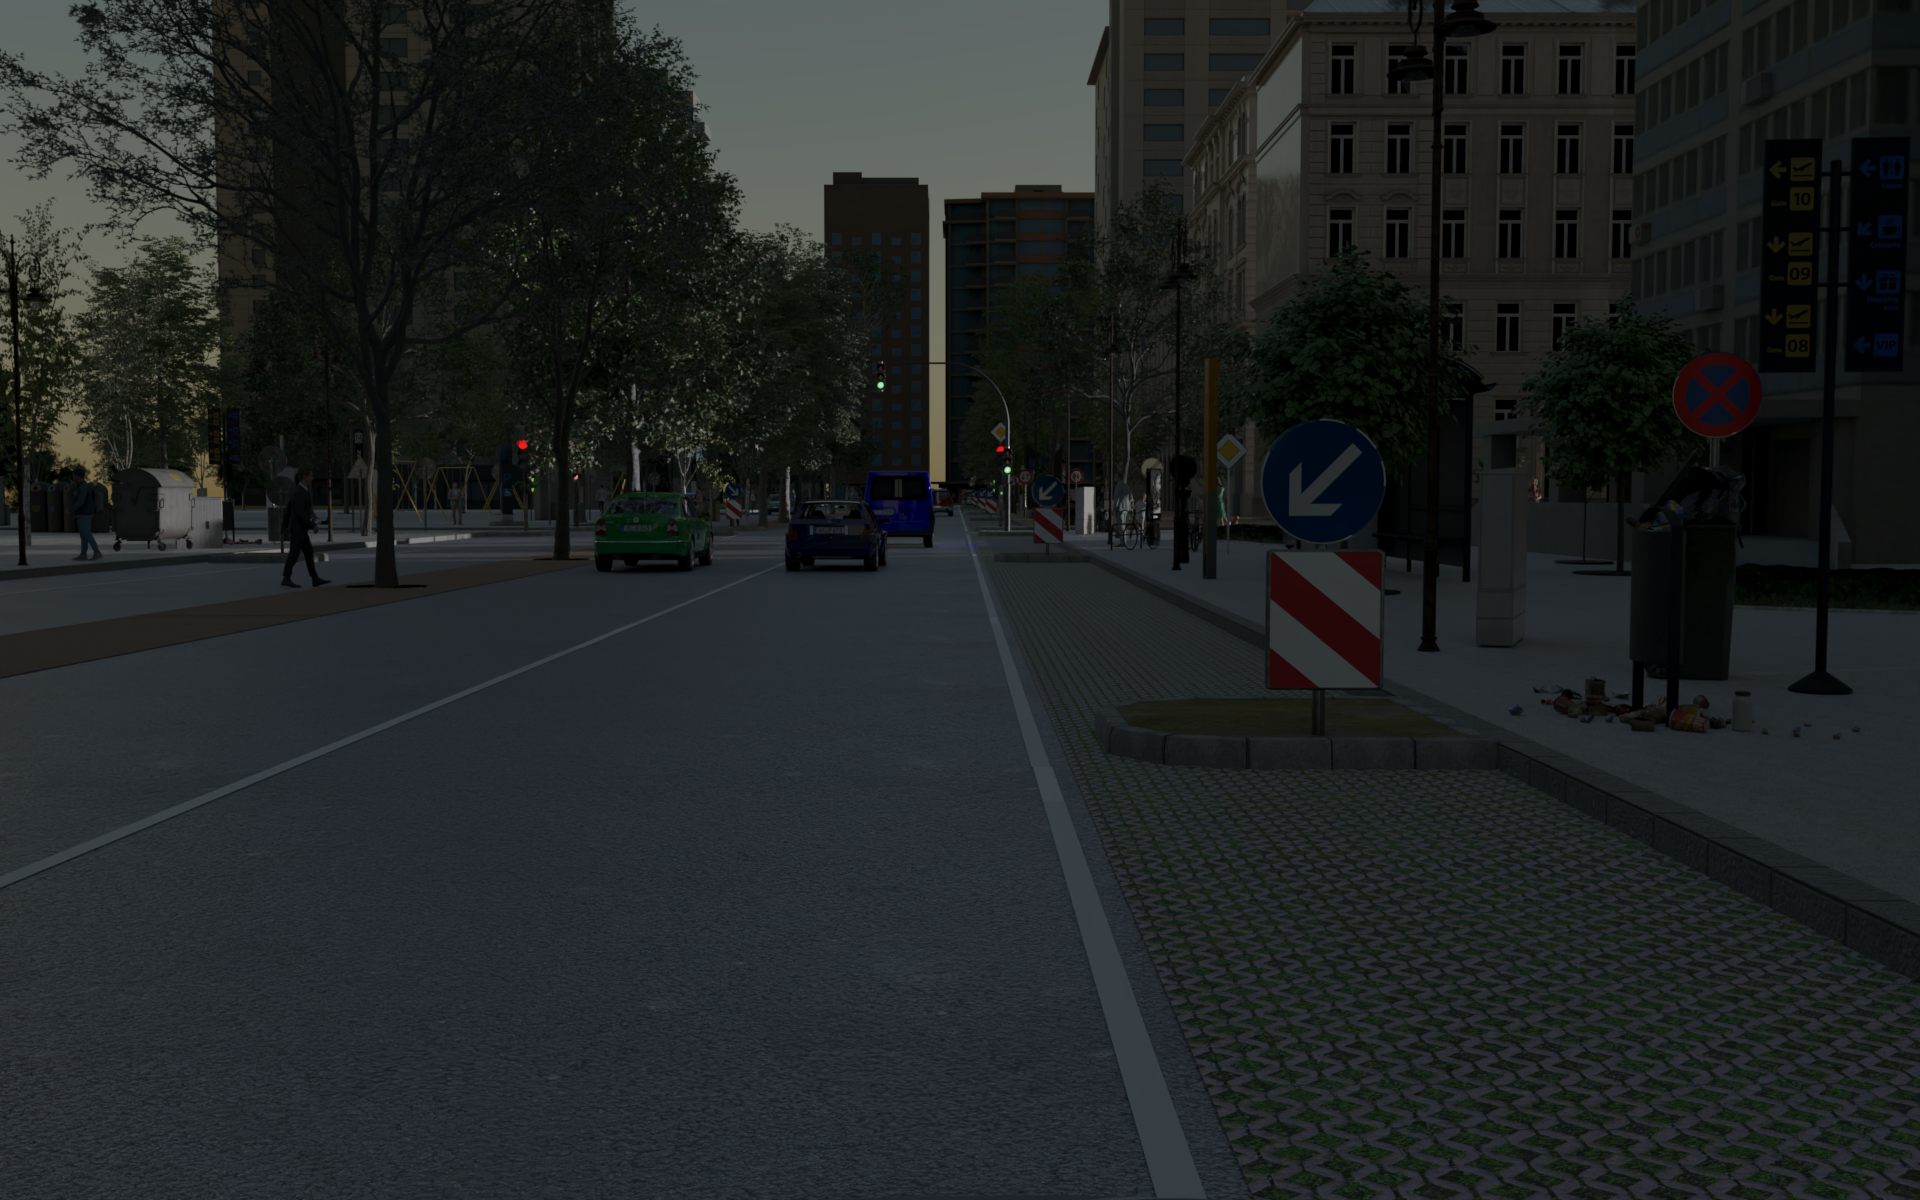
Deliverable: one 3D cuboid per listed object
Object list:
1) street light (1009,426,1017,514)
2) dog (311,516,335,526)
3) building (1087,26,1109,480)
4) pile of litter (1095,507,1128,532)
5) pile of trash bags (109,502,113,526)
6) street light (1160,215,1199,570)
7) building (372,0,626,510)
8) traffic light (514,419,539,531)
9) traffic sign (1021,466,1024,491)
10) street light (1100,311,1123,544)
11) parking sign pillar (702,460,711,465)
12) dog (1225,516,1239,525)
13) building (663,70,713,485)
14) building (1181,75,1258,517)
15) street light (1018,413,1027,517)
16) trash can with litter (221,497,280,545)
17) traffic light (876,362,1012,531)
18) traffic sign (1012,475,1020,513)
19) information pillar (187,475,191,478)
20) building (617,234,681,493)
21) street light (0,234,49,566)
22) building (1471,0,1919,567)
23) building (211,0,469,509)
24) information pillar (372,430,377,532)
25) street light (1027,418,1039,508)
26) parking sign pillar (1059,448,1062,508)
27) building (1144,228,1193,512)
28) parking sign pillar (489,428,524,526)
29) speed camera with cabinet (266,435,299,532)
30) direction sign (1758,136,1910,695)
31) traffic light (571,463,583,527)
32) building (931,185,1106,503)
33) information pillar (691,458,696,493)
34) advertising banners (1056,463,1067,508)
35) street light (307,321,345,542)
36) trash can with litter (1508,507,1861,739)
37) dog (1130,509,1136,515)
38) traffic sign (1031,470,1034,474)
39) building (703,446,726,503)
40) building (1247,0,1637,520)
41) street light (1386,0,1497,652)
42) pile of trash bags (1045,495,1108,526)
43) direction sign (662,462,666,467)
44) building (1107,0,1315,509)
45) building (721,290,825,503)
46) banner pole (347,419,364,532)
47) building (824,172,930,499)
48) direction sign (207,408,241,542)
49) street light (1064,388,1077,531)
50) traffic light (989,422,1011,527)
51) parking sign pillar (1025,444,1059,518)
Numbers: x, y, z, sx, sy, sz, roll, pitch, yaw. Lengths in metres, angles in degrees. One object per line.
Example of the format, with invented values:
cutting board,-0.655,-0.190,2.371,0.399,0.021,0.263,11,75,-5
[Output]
street light,3.611,-8.514,111.989,0.468,5.910,1.993,0,4,0
dog,-26.412,-3.319,71.999,0.748,0.427,0.550,2,4,30
building,29.414,-36.933,193.097,28.713,52.752,27.495,0,4,0
pile of litter,5.024,-2.743,58.815,1.176,0.858,1.719,-1,4,-16
pile of trash bags,-34.155,-3.663,69.649,3.447,1.369,1.912,-2,4,-31
street light,3.650,-3.440,29.025,0.468,5.910,1.993,0,4,0
building,-39.151,-43.637,151.723,20.563,71.187,20.611,0,4,0
traffic light,-14.961,-4.327,59.673,0.839,4.253,0.868,0,4,0
traffic sign,5.473,-7.911,123.212,2.265,3.308,0.079,0,4,6
street light,3.834,-4.358,44.042,0.468,5.910,1.993,0,4,0
parking sign pillar,-19.326,-8.649,129.879,1.447,3.967,1.447,-2,4,-31
dog,9.458,-2.659,60.304,0.406,0.507,0.540,1,4,22
building,-43.845,-35.228,195.585,30.456,49.044,23.786,0,4,0
building,21.799,-19.468,105.684,14.401,28.519,23.554,0,4,0
street light,3.612,-7.556,96.325,0.468,5.910,1.993,0,4,0
trash can with litter,-18.521,-2.030,44.256,2.233,1.210,1.678,1,4,15
traffic light,-0.492,-5.194,59.593,4.771,5.953,1.251,0,4,0
traffic sign,3.628,-7.070,115.702,0.768,2.556,0.104,0,4,7
information pillar,-30.535,-3.906,68.350,0.304,2.012,0.304,3,5,40
building,-35.711,-24.381,170.323,14.160,30.474,14.107,0,4,0
street light,-16.858,-3.559,30.974,0.468,5.910,1.993,0,4,0
building,28.728,-21.050,36.057,32.217,40.220,23.993,0,4,0
building,-69.834,-46.372,196.433,20.611,71.187,20.563,0,4,0
information pillar,-19.780,-4.123,58.773,0.183,3.616,0.504,1,4,9
street light,3.542,-6.637,81.307,0.468,5.910,1.993,0,4,0
parking sign pillar,5.187,-6.789,99.468,1.447,3.967,1.447,-1,4,-17
building,21.288,-17.633,130.095,13.314,21.916,24.055,0,4,0
parking sign pillar,-18.307,-4.979,69.886,1.447,3.967,1.447,-1,4,-18
speed camera with cabinet,-22.498,-3.867,57.565,0.660,3.252,2.038,0,4,-7
direction sign,5.576,-1.170,11.121,0.876,3.537,0.379,0,4,6
traffic light,-12.895,-5.690,67.700,4.771,5.953,1.251,0,4,0
building,10.352,-36.282,247.829,28.867,44.769,22.147,0,4,0
information pillar,-17.268,-7.401,112.368,0.183,3.616,0.504,-3,5,-42
advertising banners,5.387,-6.203,97.605,0.090,3.025,2.074,-3,4,-36
street light,-16.946,-4.505,46.438,0.468,5.910,1.993,0,4,0
trash can with litter,4.026,0.057,10.121,1.678,1.210,2.233,0,4,1
dog,10.444,-5.358,105.336,0.748,0.427,0.550,1,4,21
traffic sign,3.938,-5.558,90.986,0.768,2.556,0.104,1,4,10
building,-40.690,-36.308,243.739,14.200,45.320,14.600,0,4,0
building,27.295,-17.497,83.347,25.104,27.353,12.463,0,4,0
street light,3.831,-2.519,13.978,0.468,5.910,1.993,0,4,0
pile of trash bags,4.829,-3.790,71.716,3.447,1.369,1.912,3,5,41
direction sign,-20.366,-7.784,119.271,0.379,3.537,0.876,0,4,7
building,24.573,-38.044,164.013,21.231,58.520,28.212,0,4,0
building,-26.385,-28.919,244.531,14.107,30.474,14.160,0,4,0
banner pole,-20.314,-4.177,58.309,0.401,3.779,0.863,1,4,18
building,-11.428,-36.302,243.642,14.200,45.320,14.600,0,4,0
direction sign,-19.396,-3.285,45.711,0.876,3.537,0.379,0,4,7
street light,3.708,-5.296,59.383,0.468,5.910,1.993,0,4,0
traffic light,1.575,-4.820,67.726,0.839,4.253,0.868,0,4,0
parking sign pillar,4.186,-6.410,93.268,1.447,3.967,1.447,-2,4,-26
